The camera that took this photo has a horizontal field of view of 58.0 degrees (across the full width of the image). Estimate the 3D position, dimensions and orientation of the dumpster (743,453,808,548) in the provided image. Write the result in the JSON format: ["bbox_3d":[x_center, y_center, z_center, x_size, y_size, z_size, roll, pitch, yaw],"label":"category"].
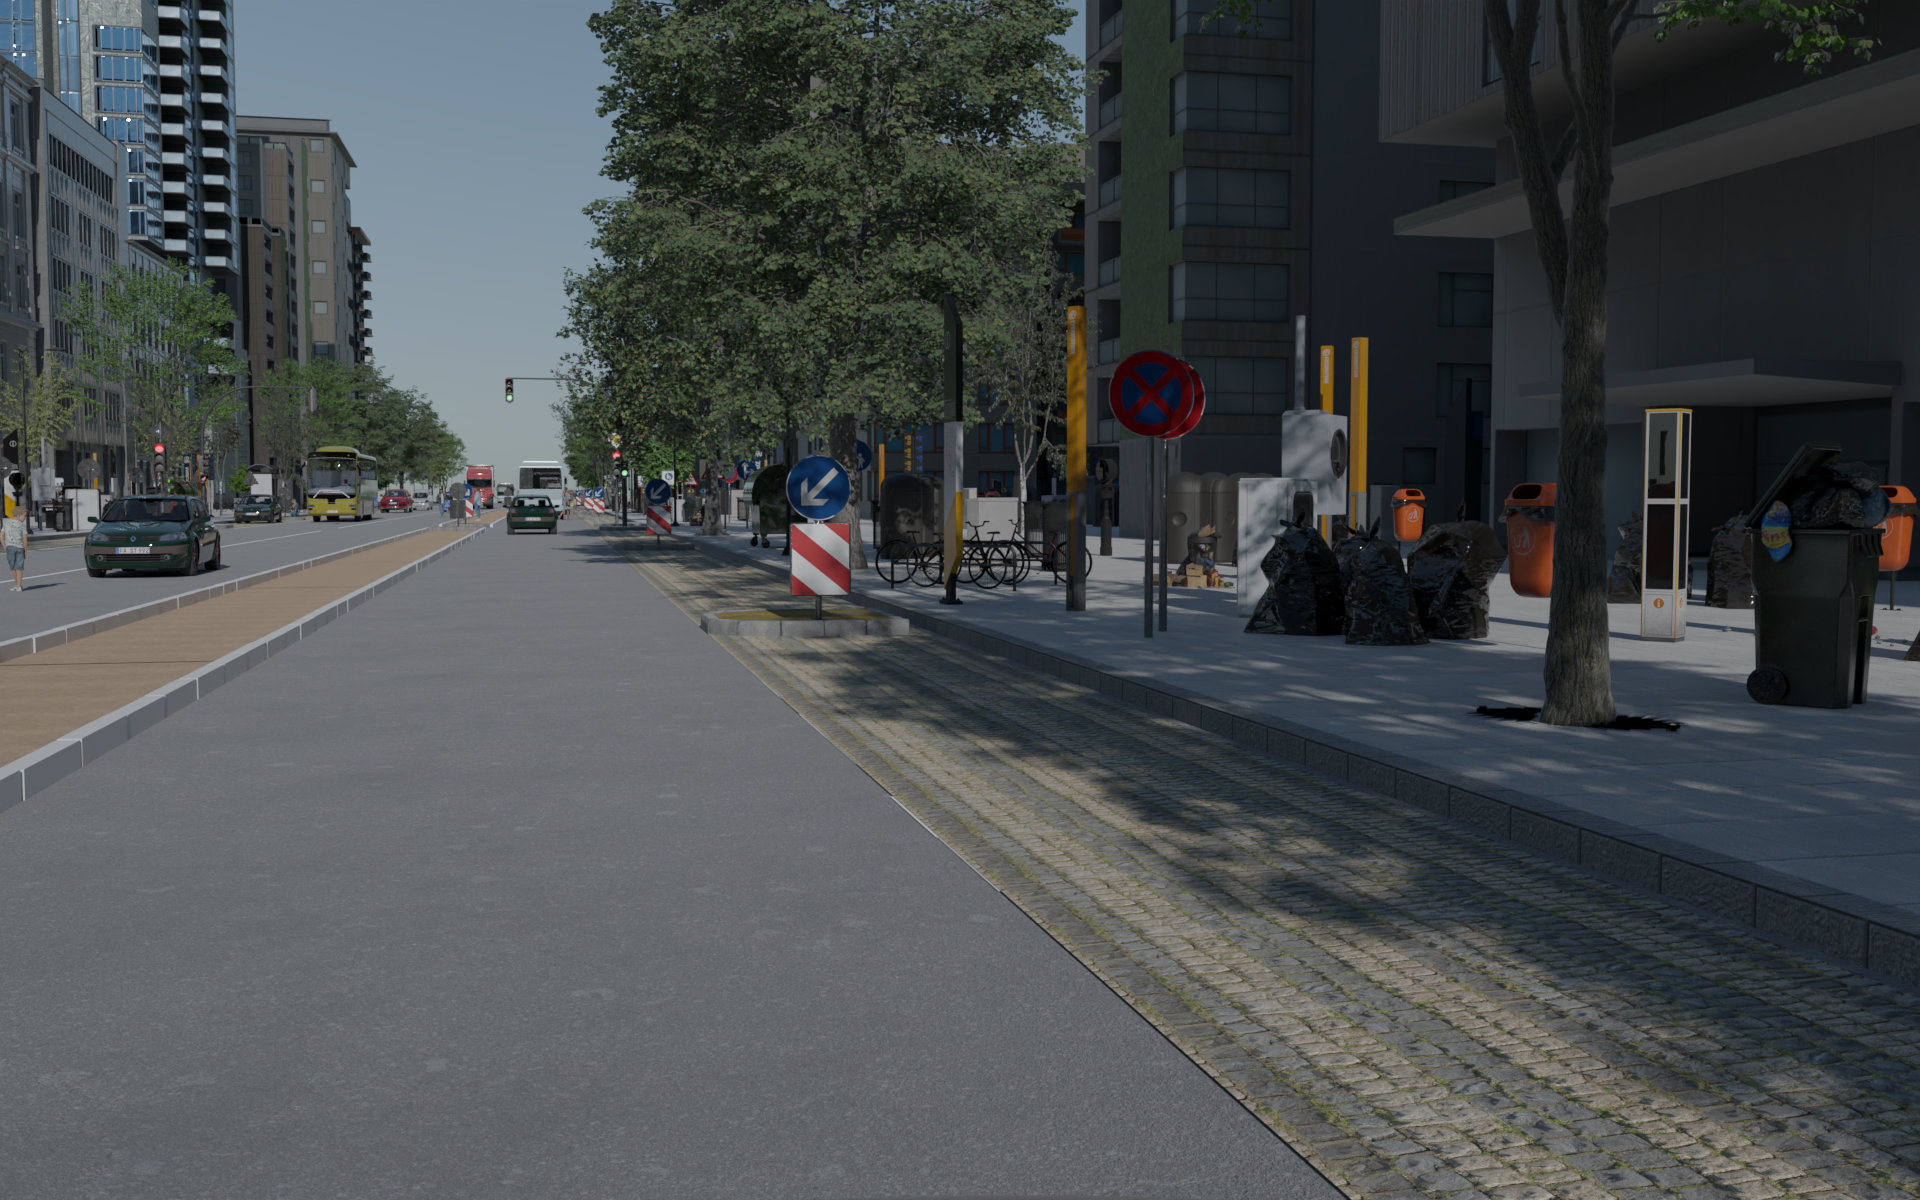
[{"bbox_3d":[-4.359,-2.391,41.589,1.502,2.255,1.985,-1,4,-13],"label":"dumpster"}]

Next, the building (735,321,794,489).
[{"bbox_3d":[-2.204,-17.784,135.814,27.650,21.520,28.899,-1,4,-13],"label":"building"}]

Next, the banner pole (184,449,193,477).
[{"bbox_3d":[-42.900,-6.508,96.422,0.863,3.779,0.401,2,4,26],"label":"banner pole"}]

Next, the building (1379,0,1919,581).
[{"bbox_3d":[24.780,-26.694,25.686,28.713,52.752,27.495,-1,4,-13],"label":"building"}]

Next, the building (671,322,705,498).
[{"bbox_3d":[-34.873,-37.345,265.215,22.147,44.769,28.867,-1,4,-13],"label":"building"}]

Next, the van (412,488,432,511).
[{"bbox_3d":[-47.227,-8.864,151.940,2.013,2.044,4.112,-1,4,-12],"label":"van"}]

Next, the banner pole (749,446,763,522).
[{"bbox_3d":[-9.348,-5.430,78.794,0.863,3.779,0.401,-1,4,-8],"label":"banner pole"}]

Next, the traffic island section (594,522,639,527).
[{"bbox_3d":[-15.105,-3.310,76.393,2.009,0.180,2.903,-1,4,-13],"label":"traffic island section"}]

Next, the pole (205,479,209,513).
[{"bbox_3d":[-41.137,-6.158,94.519,0.158,3.312,0.155,0,3,0],"label":"pole"}]

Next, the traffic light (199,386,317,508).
[{"bbox_3d":[-29.585,-6.007,72.887,4.771,5.953,1.251,-1,4,-13],"label":"traffic light"}]

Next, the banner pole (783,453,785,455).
[{"bbox_3d":[-10.409,-6.994,104.372,0.863,3.779,0.401,2,4,34],"label":"banner pole"}]

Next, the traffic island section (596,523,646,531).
[{"bbox_3d":[-13.266,-2.834,68.621,2.009,0.180,2.903,-1,4,-13],"label":"traffic island section"}]

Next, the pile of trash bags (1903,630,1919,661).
[{"bbox_3d":[8.415,-0.146,12.139,1.912,1.369,3.447,-1,4,-10],"label":"pile of trash bags"}]

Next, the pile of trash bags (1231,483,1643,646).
[{"bbox_3d":[4.064,-0.334,15.210,1.912,1.369,3.447,-2,4,-26],"label":"pile of trash bags"}]

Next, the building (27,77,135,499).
[{"bbox_3d":[-60.109,-17.679,107.069,12.078,24.808,19.932,-1,4,-13],"label":"building"}]

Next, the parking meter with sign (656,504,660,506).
[{"bbox_3d":[-17.548,-6.440,101.553,0.543,3.016,1.738,0,4,3],"label":"parking meter with sign"}]

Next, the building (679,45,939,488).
[{"bbox_3d":[-17.885,-37.658,204.943,28.713,52.752,27.495,-1,4,-13],"label":"building"}]

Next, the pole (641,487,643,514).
[{"bbox_3d":[-20.660,-7.276,112.810,0.158,3.312,0.155,0,3,0],"label":"pole"}]

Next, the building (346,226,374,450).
[{"bbox_3d":[-104.537,-37.783,272.383,22.147,44.769,28.867,-1,4,-13],"label":"building"}]

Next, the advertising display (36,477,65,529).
[{"bbox_3d":[-33.847,-3.623,64.453,0.974,1.923,0.123,-2,4,-35],"label":"advertising display"}]

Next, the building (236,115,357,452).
[{"bbox_3d":[-100.817,-40.054,244.114,28.713,52.752,27.495,-1,4,-13],"label":"building"}]

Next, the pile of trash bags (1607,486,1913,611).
[{"bbox_3d":[9.154,-0.624,19.948,1.912,1.369,3.447,-3,5,-44],"label":"pile of trash bags"}]

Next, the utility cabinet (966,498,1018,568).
[{"bbox_3d":[0.563,-1.173,30.335,0.306,1.237,1.020,3,5,45],"label":"utility cabinet"}]

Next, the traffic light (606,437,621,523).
[{"bbox_3d":[-15.146,-5.342,76.269,0.839,4.253,0.868,-1,4,-13],"label":"traffic light"}]

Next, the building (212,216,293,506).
[{"bbox_3d":[-77.378,-24.854,178.060,14.160,30.474,14.107,-1,4,-13],"label":"building"}]

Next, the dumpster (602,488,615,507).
[{"bbox_3d":[-29.502,-8.580,146.044,1.264,1.857,1.865,-1,4,-13],"label":"dumpster"}]

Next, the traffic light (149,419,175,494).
[{"bbox_3d":[-29.762,-4.629,64.603,0.839,4.253,0.868,-1,4,-13],"label":"traffic light"}]

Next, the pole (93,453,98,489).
[{"bbox_3d":[-42.913,-5.637,86.012,0.158,3.312,0.155,0,3,0],"label":"pole"}]

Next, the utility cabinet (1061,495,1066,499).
[{"bbox_3d":[5.219,-4.682,87.716,1.020,1.237,0.306,-2,4,-30],"label":"utility cabinet"}]

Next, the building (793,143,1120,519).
[{"bbox_3d":[6.283,-15.919,105.320,28.899,21.520,27.650,-1,4,-13],"label":"building"}]

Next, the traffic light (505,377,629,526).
[{"bbox_3d":[-15.323,-5.701,67.879,4.771,5.953,1.251,-1,4,-13],"label":"traffic light"}]

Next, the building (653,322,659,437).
[{"bbox_3d":[-40.983,-41.251,294.065,23.786,49.044,30.456,-1,4,-13],"label":"building"}]

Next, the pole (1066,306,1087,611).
[{"bbox_3d":[1.274,-1.534,18.930,0.158,3.312,0.155,0,3,0],"label":"pole"}]

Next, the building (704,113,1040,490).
[{"bbox_3d":[-10.171,-29.900,180.741,32.217,40.220,23.993,-1,4,-13],"label":"building"}]

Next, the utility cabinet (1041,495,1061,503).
[{"bbox_3d":[4.359,-4.464,84.146,0.306,1.237,1.020,-2,4,-33],"label":"utility cabinet"}]

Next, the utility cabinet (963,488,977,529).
[{"bbox_3d":[0.293,-3.359,63.592,0.318,1.500,1.173,-1,4,-16],"label":"utility cabinet"}]

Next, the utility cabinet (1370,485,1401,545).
[{"bbox_3d":[10.539,-2.091,42.864,0.318,1.500,1.173,3,4,37],"label":"utility cabinet"}]

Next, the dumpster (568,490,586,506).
[{"bbox_3d":[-38.863,-10.254,175.864,1.865,1.857,1.264,-1,4,-11],"label":"dumpster"}]

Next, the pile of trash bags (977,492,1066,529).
[{"bbox_3d":[2.450,-3.321,64.050,3.447,1.369,1.912,2,4,30],"label":"pile of trash bags"}]

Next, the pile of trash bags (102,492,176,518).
[{"bbox_3d":[-40.456,-4.632,85.482,3.447,1.369,1.912,-2,4,-29],"label":"pile of trash bags"}]

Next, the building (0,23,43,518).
[{"bbox_3d":[-56.157,-18.423,87.127,13.634,28.700,20.117,-1,4,-13],"label":"building"}]

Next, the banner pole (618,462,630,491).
[{"bbox_3d":[-22.789,-7.759,116.881,0.863,3.779,0.401,-1,4,-14],"label":"banner pole"}]

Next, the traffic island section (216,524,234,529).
[{"bbox_3d":[-31.642,-3.071,72.499,2.009,0.180,2.903,-1,4,-13],"label":"traffic island section"}]

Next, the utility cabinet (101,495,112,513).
[{"bbox_3d":[-50.927,-5.609,102.871,1.020,1.237,0.306,0,4,0],"label":"utility cabinet"}]

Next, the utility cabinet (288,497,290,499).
[{"bbox_3d":[-50.241,-7.221,129.220,0.306,1.237,1.020,0,4,-7],"label":"utility cabinet"}]

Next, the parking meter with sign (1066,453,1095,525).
[{"bbox_3d":[5.316,-4.681,72.788,1.738,3.016,0.543,0,4,1],"label":"parking meter with sign"}]

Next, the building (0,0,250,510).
[{"bbox_3d":[-76.277,-51.425,153.478,22.319,86.520,31.000,-1,4,-13],"label":"building"}]

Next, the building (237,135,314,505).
[{"bbox_3d":[-80.080,-31.068,191.552,14.154,41.232,14.086,-1,4,-13],"label":"building"}]

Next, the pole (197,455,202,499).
[{"bbox_3d":[-39.295,-5.851,89.511,0.158,3.312,0.155,0,3,0],"label":"pole"}]

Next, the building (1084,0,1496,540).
[{"bbox_3d":[11.210,-22.647,53.878,14.154,41.232,14.086,-1,4,-13],"label":"building"}]

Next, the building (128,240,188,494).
[{"bbox_3d":[-63.107,-16.937,126.067,9.793,20.994,18.267,-1,4,-13],"label":"building"}]

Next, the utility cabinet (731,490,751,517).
[{"bbox_3d":[-11.794,-5.218,93.995,1.173,1.500,0.318,0,4,1],"label":"utility cabinet"}]

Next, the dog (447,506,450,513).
[{"bbox_3d":[-39.111,-6.939,132.738,0.540,0.507,0.406,1,4,10],"label":"dog"}]
